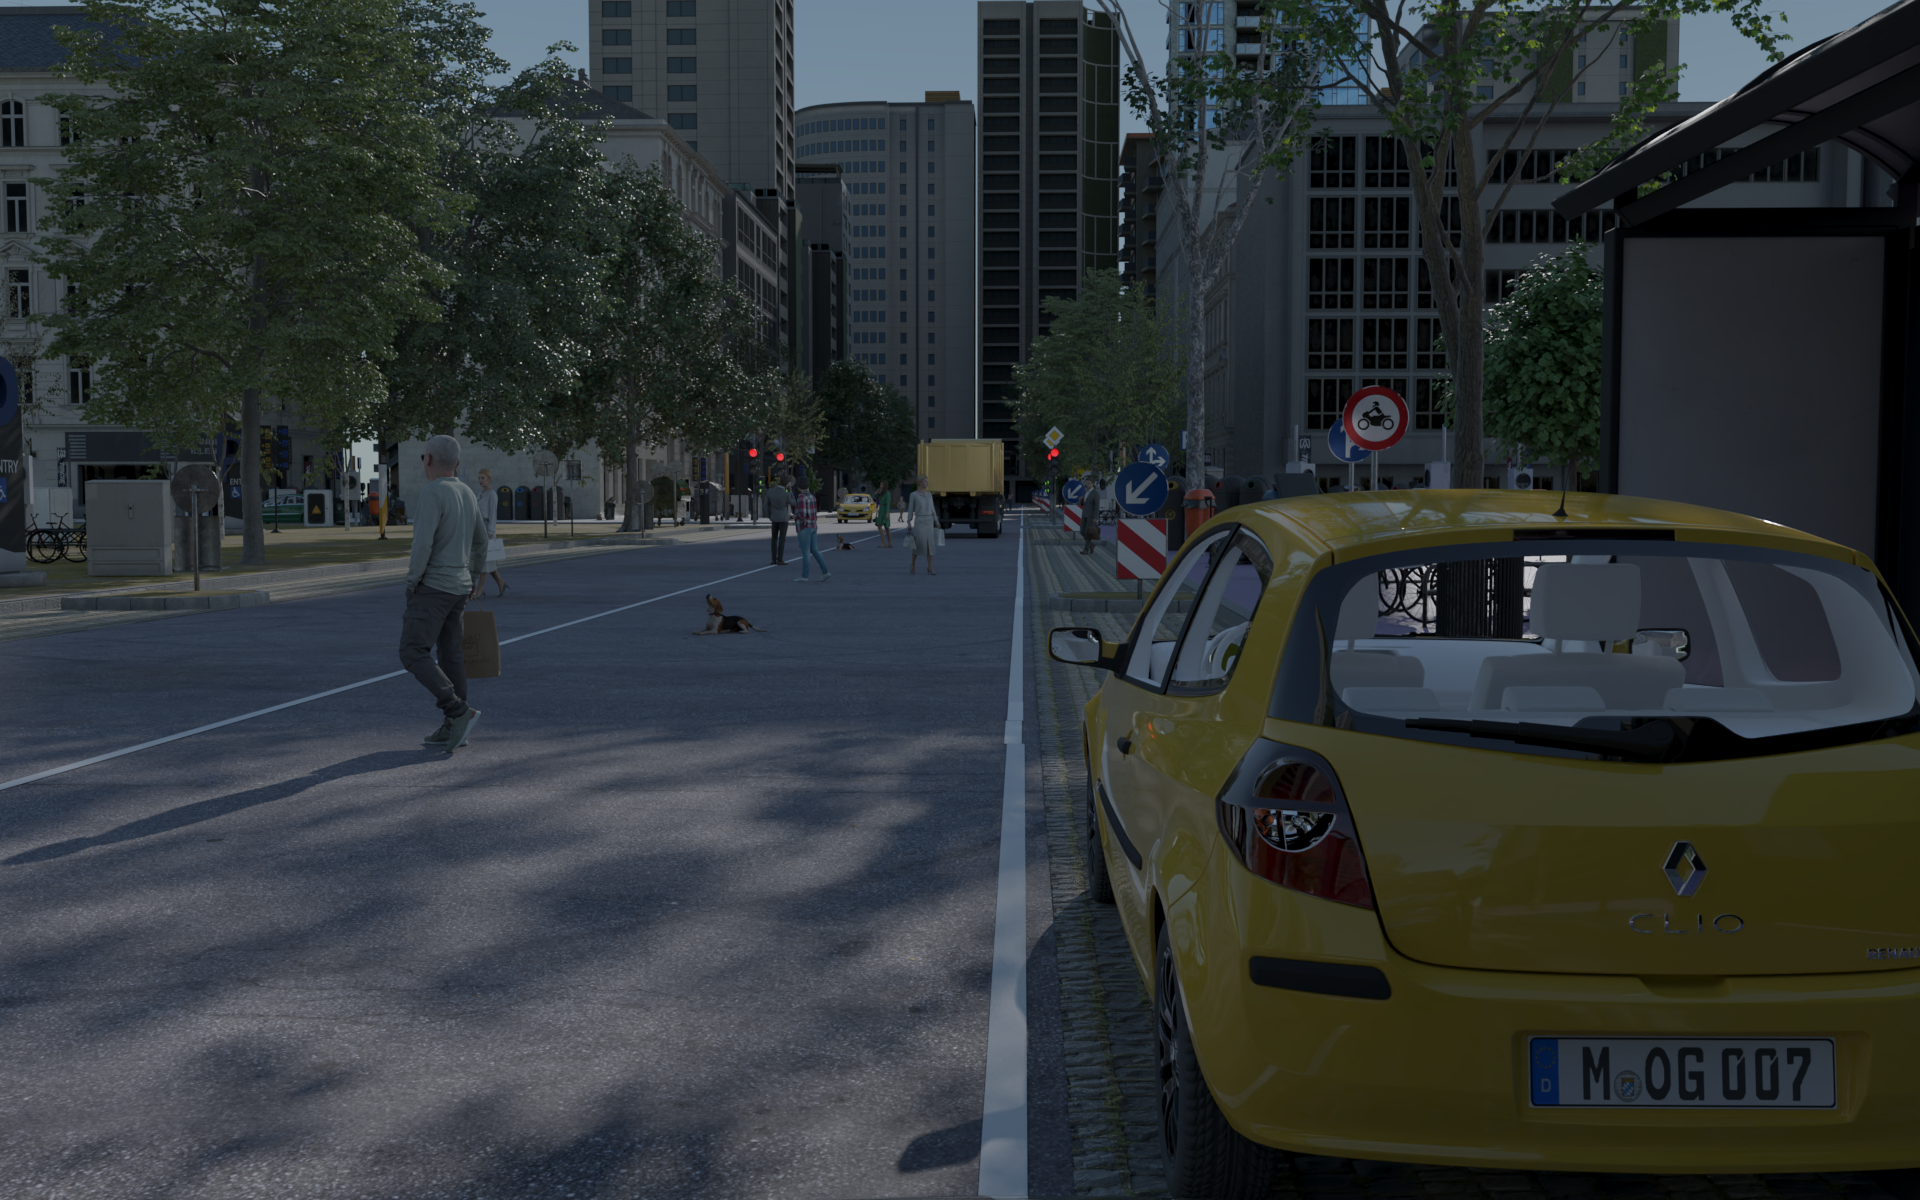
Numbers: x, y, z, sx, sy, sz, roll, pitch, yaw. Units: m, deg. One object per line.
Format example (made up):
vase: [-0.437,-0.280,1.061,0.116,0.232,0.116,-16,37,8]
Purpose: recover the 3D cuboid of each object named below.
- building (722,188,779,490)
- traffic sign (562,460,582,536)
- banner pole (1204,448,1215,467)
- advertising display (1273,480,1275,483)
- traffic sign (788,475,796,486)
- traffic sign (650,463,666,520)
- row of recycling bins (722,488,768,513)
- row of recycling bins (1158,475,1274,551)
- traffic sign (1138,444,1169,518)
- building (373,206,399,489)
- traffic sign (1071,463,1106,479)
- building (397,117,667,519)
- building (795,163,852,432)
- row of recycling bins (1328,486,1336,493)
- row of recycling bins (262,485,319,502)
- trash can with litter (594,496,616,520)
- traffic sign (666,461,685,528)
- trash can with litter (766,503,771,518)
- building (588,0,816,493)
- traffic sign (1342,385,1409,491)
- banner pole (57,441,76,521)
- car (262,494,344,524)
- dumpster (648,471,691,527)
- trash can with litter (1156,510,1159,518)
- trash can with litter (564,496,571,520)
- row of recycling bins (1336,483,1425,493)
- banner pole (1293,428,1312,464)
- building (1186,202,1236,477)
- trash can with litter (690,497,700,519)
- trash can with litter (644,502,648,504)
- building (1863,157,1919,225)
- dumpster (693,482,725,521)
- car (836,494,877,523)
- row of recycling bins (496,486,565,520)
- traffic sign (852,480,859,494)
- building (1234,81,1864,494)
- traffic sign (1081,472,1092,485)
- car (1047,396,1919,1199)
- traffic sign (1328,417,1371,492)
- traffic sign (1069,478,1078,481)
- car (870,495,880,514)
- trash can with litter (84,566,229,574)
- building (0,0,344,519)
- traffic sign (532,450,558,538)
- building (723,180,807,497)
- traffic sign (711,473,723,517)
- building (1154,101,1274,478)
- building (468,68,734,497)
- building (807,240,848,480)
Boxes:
building: [-23.286,-21.227,140.566,14.314,27.812,24.014,0,4,2]
traffic sign: [-11.717,-3.067,52.277,0.606,2.300,0.079,0,4,6]
banner pole: [13.477,-6.327,93.469,0.863,3.779,0.401,1,4,20]
advertising display: [14.824,-4.656,81.343,0.974,1.923,0.123,0,4,1]
traffic sign: [-11.419,-7.109,116.338,0.768,2.556,0.104,0,4,8]
traffic sign: [-12.199,-4.281,70.098,0.768,2.556,0.104,1,4,9]
row of recycling bins: [-14.835,-6.716,116.926,3.534,1.692,1.069,-2,4,-35]
row of recycling bins: [5.707,-1.916,38.439,1.069,1.692,3.534,-2,4,-34]
traffic sign: [4.897,-2.675,43.839,0.768,2.556,0.104,0,4,7]
building: [-64.567,-34.724,217.843,14.200,45.320,14.600,0,4,2]
traffic sign: [8.361,-7.262,112.602,2.265,3.308,0.079,0,4,8]
building: [-23.292,-14.793,96.615,10.420,20.320,16.860,0,4,2]
building: [-20.781,-32.573,216.170,14.086,41.232,14.154,0,4,2]
row of recycling bins: [18.641,-4.737,84.561,1.069,1.692,3.534,1,4,20]
row of recycling bins: [-32.644,-4.667,83.421,3.534,1.692,1.069,-3,5,-41]
trash can with litter: [-17.444,-4.511,85.141,1.055,1.170,0.624,-1,4,-17]
traffic sign: [-10.920,-4.052,66.359,0.768,2.556,0.104,1,4,11]
trash can with litter: [-9.755,-4.893,91.389,1.055,1.170,0.624,1,4,23]
building: [-25.683,-45.340,179.565,20.563,71.187,20.611,0,4,2]
traffic sign: [4.876,-1.241,20.392,0.768,2.556,0.104,0,4,6]
banner pole: [-42.413,-5.634,82.138,0.401,3.779,0.863,2,4,31]
car: [-29.620,-3.944,76.280,4.920,1.459,2.131,0,4,2]
dumpster: [-11.567,-4.038,68.515,1.502,2.255,1.985,0,4,2]
trash can with litter: [7.095,-3.198,63.347,1.678,1.210,2.233,1,4,22]
trash can with litter: [-19.673,-4.603,86.653,0.624,1.170,1.055,-1,4,-9]
row of recycling bins: [16.292,-3.595,65.890,3.534,1.692,1.069,3,4,37]
banner pole: [12.743,-4.577,64.844,0.863,3.779,0.401,1,4,10]
building: [21.535,-16.985,113.861,11.583,22.565,21.152,0,4,2]
trash can with litter: [-13.589,-4.673,87.798,0.624,1.170,1.055,1,4,18]
trash can with litter: [-15.426,-4.488,84.766,0.624,1.170,1.055,-2,4,-27]
building: [55.573,-16.649,90.226,19.932,24.808,12.078,0,4,2]
dumpster: [-11.960,-4.686,82.373,1.264,1.857,1.865,0,4,2]
car: [-5.121,-4.657,86.360,2.015,1.641,3.980,0,4,3]
row of recycling bins: [-21.043,-4.755,84.861,3.534,1.692,1.069,1,4,11]
traffic sign: [-9.386,-9.394,153.697,0.768,2.556,0.104,0,4,4]
building: [30.673,-16.772,93.291,30.058,24.678,14.314,0,4,2]
traffic sign: [7.237,-6.000,98.202,0.768,2.556,0.104,0,4,8]
car: [1.273,0.326,4.896,2.015,1.641,3.980,0,4,1]
traffic sign: [6.308,-1.702,27.936,0.768,2.556,0.104,1,4,8]
traffic sign: [7.002,-6.395,106.689,0.606,2.300,0.079,0,4,2]
car: [-6.565,-6.774,123.335,1.945,1.354,3.894,0,4,4]
trash can with litter: [-13.379,-1.089,28.867,2.233,1.210,1.678,-2,4,-28]
building: [-58.733,-19.568,96.349,44.131,29.872,17.030,0,4,2]
traffic sign: [-11.985,-3.054,50.037,0.768,2.556,0.104,0,4,8]
building: [-22.664,-23.943,163.162,14.160,30.474,14.107,0,4,2]
traffic sign: [-11.937,-5.080,85.188,0.606,2.300,0.079,0,4,6]
building: [22.230,-22.115,139.065,11.434,29.767,29.804,0,4,2]
building: [-23.973,-20.148,116.813,14.401,28.519,23.554,0,4,2]
building: [-20.522,-26.071,197.959,14.160,30.474,14.107,0,4,2]
